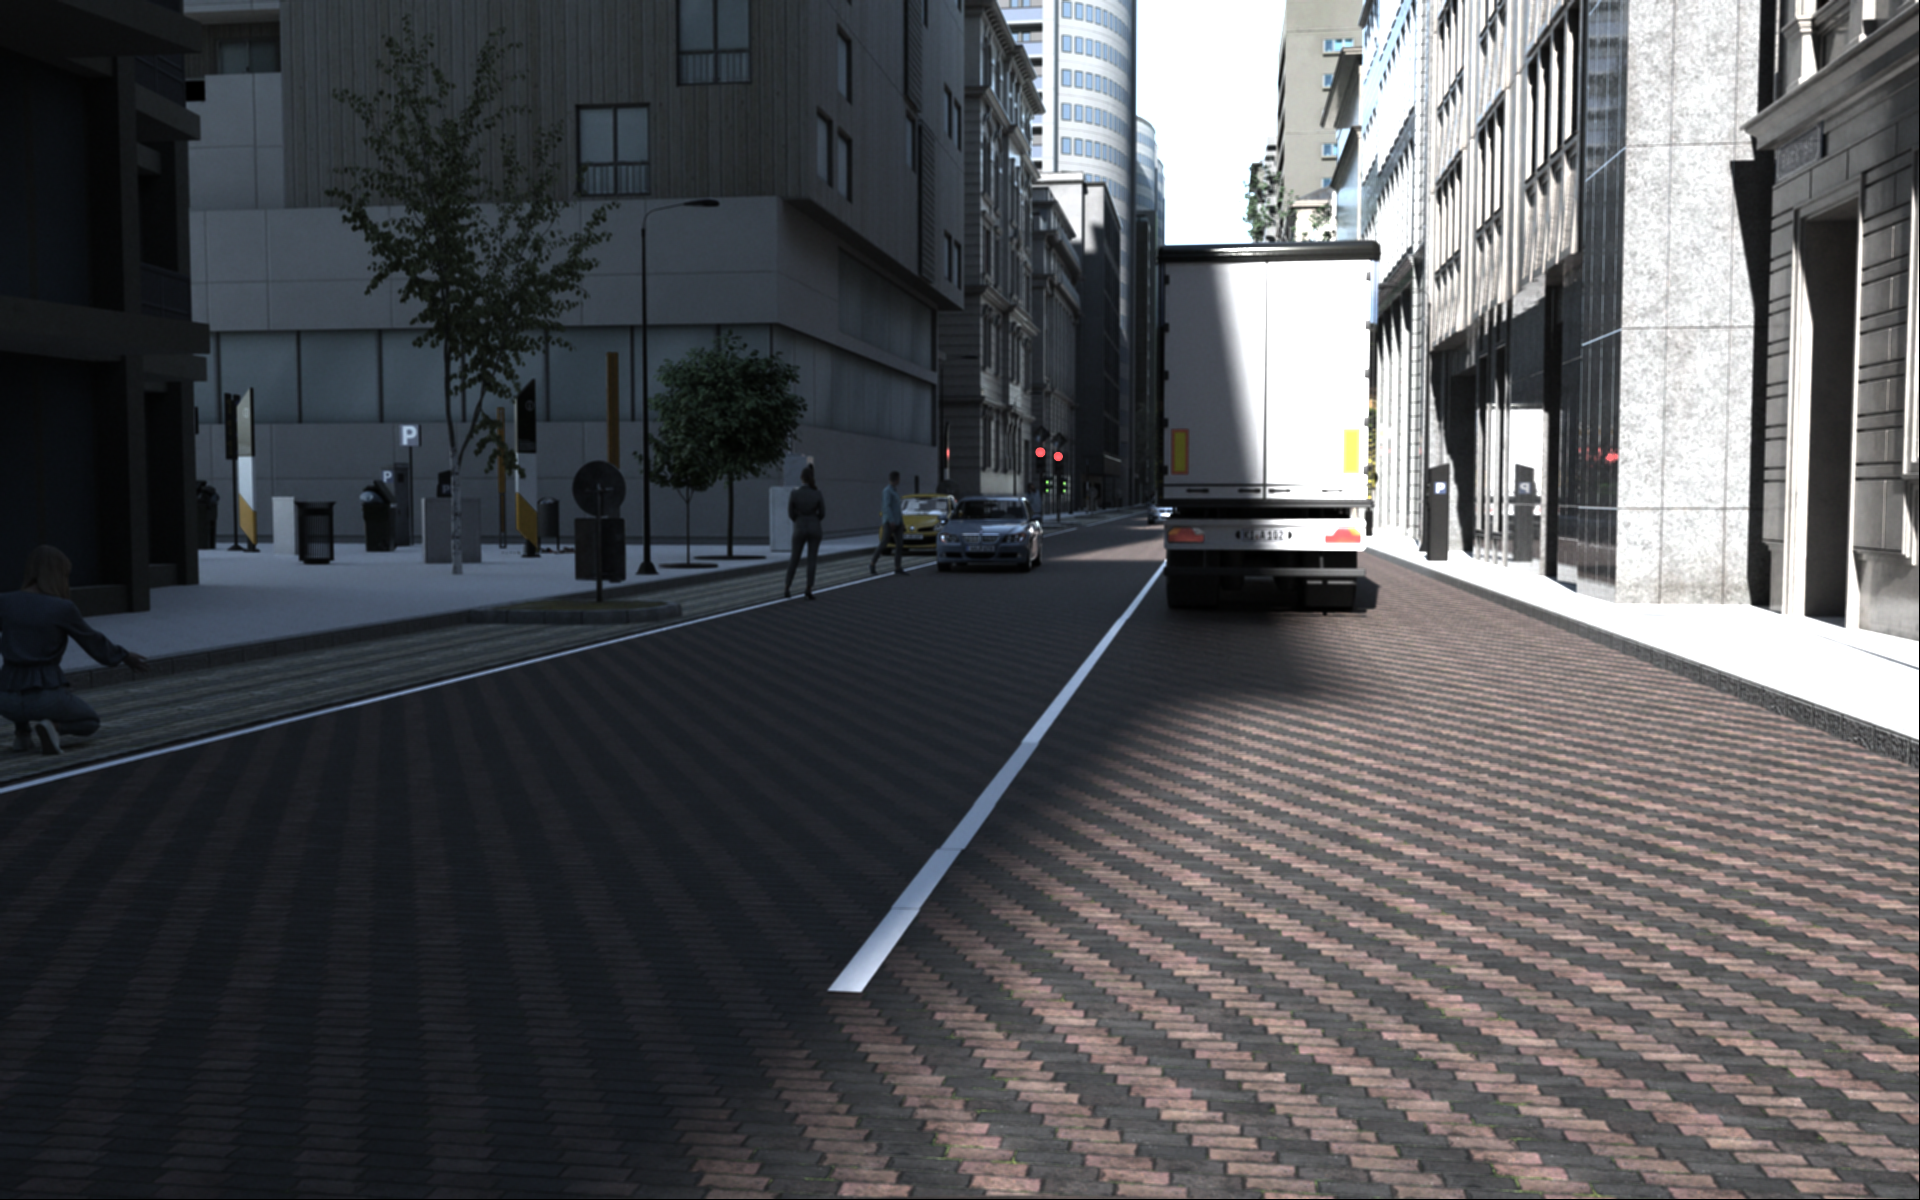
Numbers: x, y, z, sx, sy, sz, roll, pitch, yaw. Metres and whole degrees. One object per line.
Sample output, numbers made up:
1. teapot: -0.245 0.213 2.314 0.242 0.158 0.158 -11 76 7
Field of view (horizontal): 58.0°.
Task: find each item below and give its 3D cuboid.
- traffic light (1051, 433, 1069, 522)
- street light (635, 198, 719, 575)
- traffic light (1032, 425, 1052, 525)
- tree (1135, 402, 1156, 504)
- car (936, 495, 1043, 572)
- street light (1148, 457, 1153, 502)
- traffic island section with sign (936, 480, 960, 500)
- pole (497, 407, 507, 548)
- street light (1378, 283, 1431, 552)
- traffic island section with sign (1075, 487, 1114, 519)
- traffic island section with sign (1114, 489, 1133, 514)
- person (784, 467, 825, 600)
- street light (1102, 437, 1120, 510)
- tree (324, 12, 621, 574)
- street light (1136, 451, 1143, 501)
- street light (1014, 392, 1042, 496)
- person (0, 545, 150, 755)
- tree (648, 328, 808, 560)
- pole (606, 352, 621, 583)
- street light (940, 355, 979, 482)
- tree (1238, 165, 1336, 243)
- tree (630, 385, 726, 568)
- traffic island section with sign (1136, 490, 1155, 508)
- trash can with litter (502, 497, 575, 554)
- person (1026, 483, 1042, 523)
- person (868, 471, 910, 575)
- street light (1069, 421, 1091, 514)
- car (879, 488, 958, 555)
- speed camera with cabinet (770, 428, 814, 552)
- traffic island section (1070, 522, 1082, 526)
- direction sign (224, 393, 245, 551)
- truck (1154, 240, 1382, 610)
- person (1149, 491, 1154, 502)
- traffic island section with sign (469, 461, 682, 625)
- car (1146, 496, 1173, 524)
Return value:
1. traffic light: 4.504 -5.491 78.703 0.839 4.253 0.868 1 4 8
2. street light: -4.470 -3.357 27.431 1.470 5.913 1.316 1 4 8
3. traffic light: 3.332 -5.008 70.804 0.839 4.253 0.868 1 4 8
4. tree: 23.557 -19.439 228.197 12.009 13.543 11.850 0 3 0
5. car: 0.625 -1.317 33.530 2.014 1.417 4.499 0 4 7
6. street light: 23.394 -14.923 216.537 1.470 5.913 1.316 1 4 8
7. traffic island section with sign: -0.332 -2.317 46.512 1.989 1.847 2.006 1 4 8
8. pole: -10.824 -2.878 40.898 0.158 3.312 0.155 0 3 0
9. street light: 9.766 -4.018 38.240 1.470 5.913 1.316 1 4 8
10. traffic island section with sign: 7.753 -5.650 101.011 1.989 1.847 2.006 1 4 8
11. traffic island section with sign: 11.725 -7.281 127.673 1.989 1.847 2.006 1 4 8
12. person: -2.120 -0.907 23.610 0.520 1.790 0.573 -1 4 -17
13. street light: 12.342 -10.340 141.593 1.470 5.913 1.316 1 4 8
14. tree: -7.806 -4.714 27.438 4.737 8.622 4.395 0 3 0
15. street light: 18.793 -13.047 185.859 1.470 5.913 1.316 1 4 8
16. street light: 3.035 -6.500 78.811 1.470 5.913 1.316 1 4 8
17. person: -5.195 0.264 9.682 1.012 1.151 0.738 0 4 -4
18. tree: -4.647 -3.097 34.352 4.285 4.588 4.351 0 3 0
19. pole: -5.013 -1.908 25.047 0.158 3.312 0.155 0 3 0
20. street light: -0.076 -5.235 58.139 1.470 5.913 1.316 1 4 8
21. tree: 19.350 -14.988 100.937 12.611 20.169 13.585 0 3 0
22. tree: -4.699 -2.190 30.415 1.663 3.219 1.824 0 3 0
23. traffic island section with sign: 19.102 -10.331 177.536 1.989 1.847 2.006 1 4 8
24. trash can with litter: -8.666 -1.620 37.550 2.233 1.210 1.678 1 4 23
25. person: 2.389 -2.879 55.835 0.793 1.790 0.793 2 4 23
26. person: -1.242 -1.364 30.660 0.748 1.841 0.638 2 4 30
27. street light: 7.615 -8.421 110.222 1.470 5.913 1.316 1 4 8
28. car: -0.838 -1.917 41.573 2.015 1.641 3.980 0 4 8
29. speed camera with cabinet: -3.800 -2.749 39.274 0.660 3.252 2.038 0 4 8
30. traffic island section: 4.466 -3.460 78.844 2.009 0.180 2.903 1 4 8
31. direction sign: -16.477 -2.894 39.315 0.379 3.537 0.876 0 4 -3
32. truck: 4.275 -2.198 24.850 2.839 4.237 11.283 1 4 9
33. person: 21.525 -11.341 194.375 0.568 1.767 0.683 1 4 17
34. traffic island section with sign: -4.293 -0.686 19.848 1.989 1.847 2.006 1 4 8
35. car: 10.005 -4.385 83.701 2.014 1.417 4.499 1 4 8
